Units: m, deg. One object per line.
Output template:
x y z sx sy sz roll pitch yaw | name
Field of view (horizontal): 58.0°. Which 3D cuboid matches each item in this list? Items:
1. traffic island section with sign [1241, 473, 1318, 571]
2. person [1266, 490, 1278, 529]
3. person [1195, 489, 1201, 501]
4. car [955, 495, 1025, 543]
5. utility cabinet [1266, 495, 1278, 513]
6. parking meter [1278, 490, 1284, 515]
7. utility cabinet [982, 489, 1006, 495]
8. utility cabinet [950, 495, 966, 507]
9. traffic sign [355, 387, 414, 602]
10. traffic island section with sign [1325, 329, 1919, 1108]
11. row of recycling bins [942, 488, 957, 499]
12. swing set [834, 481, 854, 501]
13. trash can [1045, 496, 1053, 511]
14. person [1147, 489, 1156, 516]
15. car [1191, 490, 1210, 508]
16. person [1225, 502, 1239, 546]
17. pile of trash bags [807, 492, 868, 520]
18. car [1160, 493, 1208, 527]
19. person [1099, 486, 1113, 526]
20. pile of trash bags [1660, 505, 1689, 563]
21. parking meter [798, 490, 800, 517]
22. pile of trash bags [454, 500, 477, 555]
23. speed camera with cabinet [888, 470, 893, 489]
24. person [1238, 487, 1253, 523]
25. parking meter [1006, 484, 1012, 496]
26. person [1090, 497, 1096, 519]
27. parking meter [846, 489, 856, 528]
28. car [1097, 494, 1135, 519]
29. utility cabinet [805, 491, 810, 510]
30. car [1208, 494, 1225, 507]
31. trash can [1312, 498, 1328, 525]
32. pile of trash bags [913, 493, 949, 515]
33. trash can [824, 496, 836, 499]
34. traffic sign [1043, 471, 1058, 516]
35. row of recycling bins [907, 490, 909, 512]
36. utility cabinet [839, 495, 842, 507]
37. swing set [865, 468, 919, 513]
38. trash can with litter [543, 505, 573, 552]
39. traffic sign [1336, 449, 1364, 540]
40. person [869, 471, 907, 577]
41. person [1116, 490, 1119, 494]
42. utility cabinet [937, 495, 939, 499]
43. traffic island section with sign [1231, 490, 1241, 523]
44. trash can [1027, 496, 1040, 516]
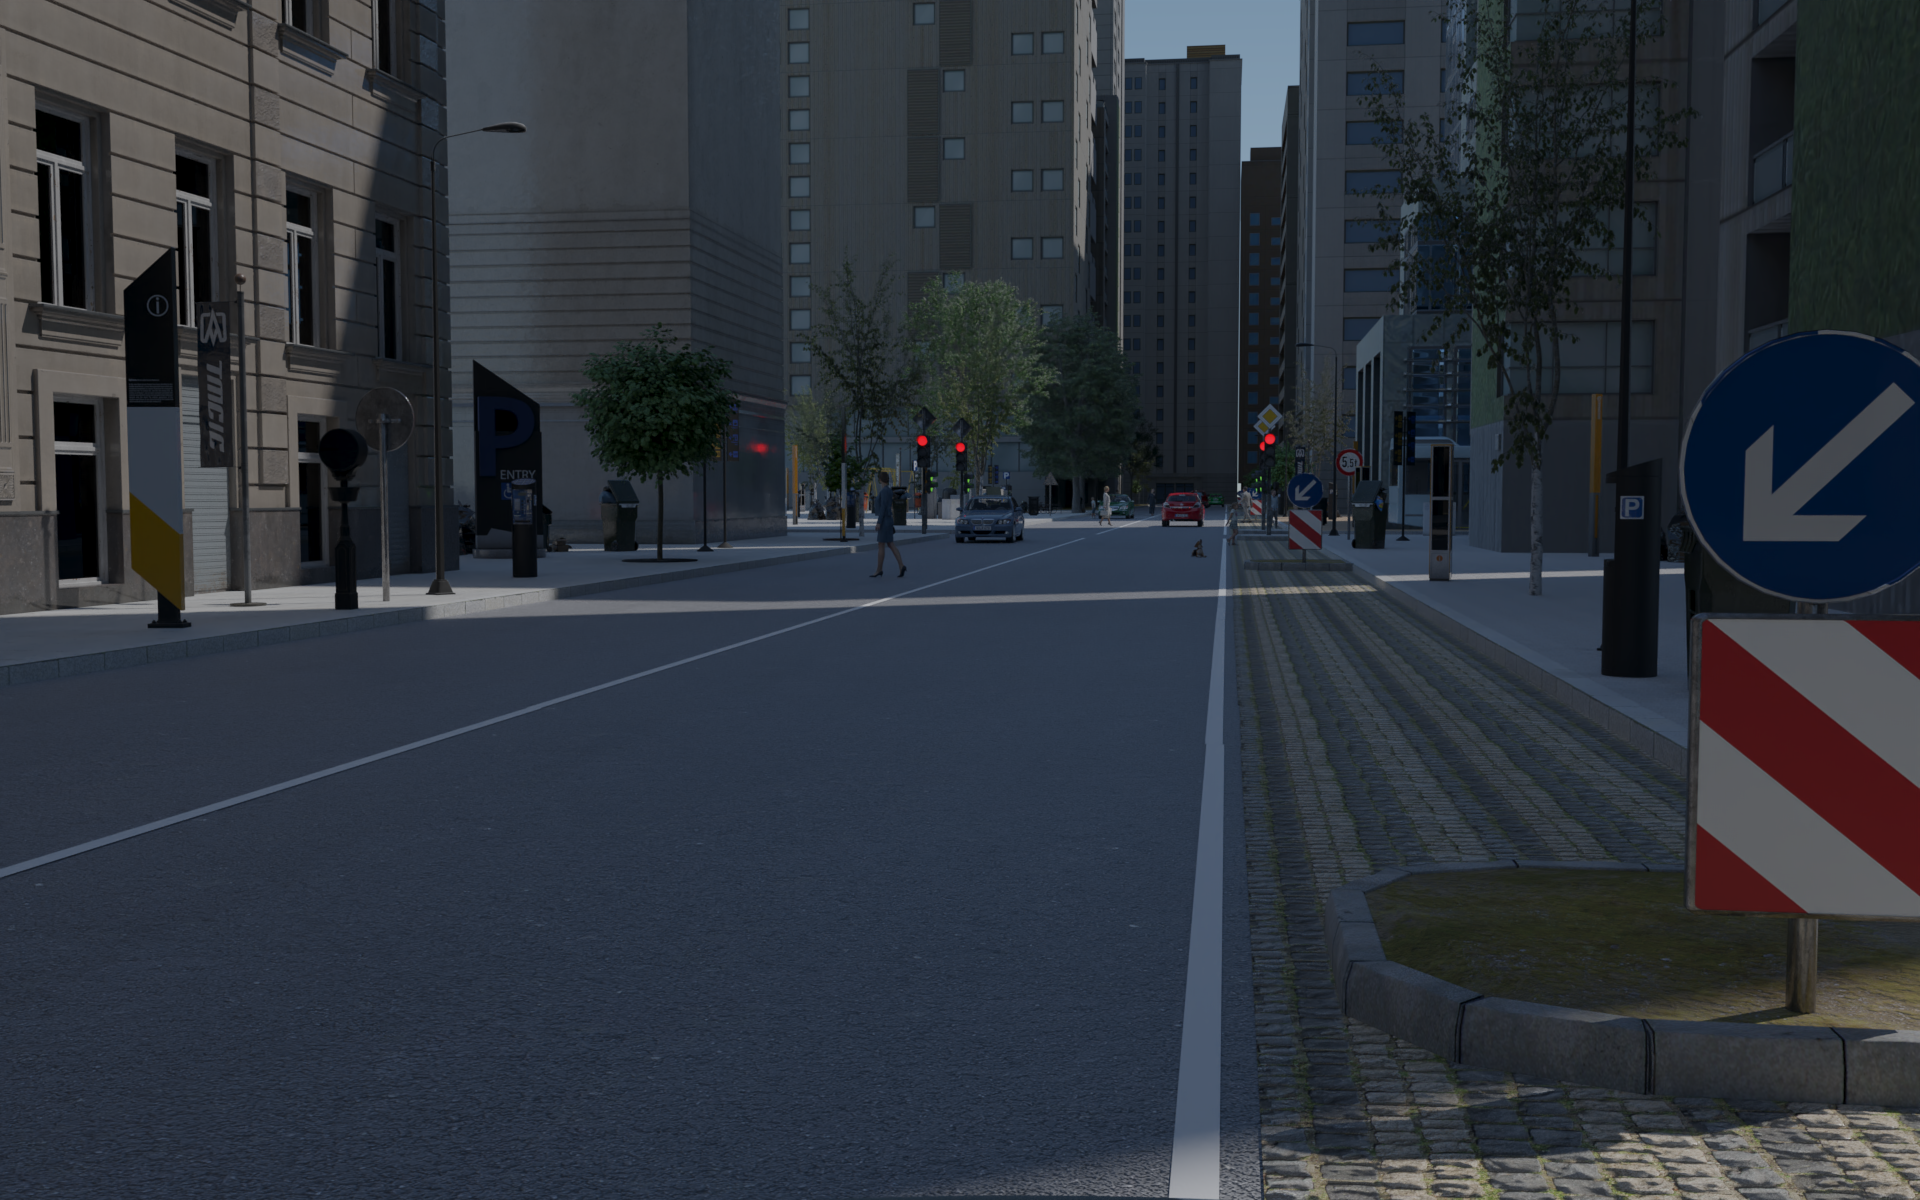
6.413 -1.485 32.910 1.989 1.847 2.006 1 4 9 | traffic island section with sign
12.297 -3.528 67.990 0.589 1.601 0.330 -1 4 -22 | person
18.127 -7.541 131.813 0.660 1.820 0.620 3 4 38 | person
0.938 -2.468 52.361 2.014 1.417 4.499 0 4 8 | car
21.312 -6.541 118.106 0.306 1.237 1.020 -2 4 -25 | utility cabinet
20.059 -6.101 108.163 0.372 1.533 0.369 0 3 0 | parking meter
1.440 -4.460 81.599 1.173 1.500 0.318 2 4 25 | utility cabinet
-0.123 -6.349 114.972 1.020 1.237 0.306 0 4 8 | utility cabinet
-6.861 -1.256 20.634 0.768 2.556 0.104 1 4 12 | traffic sign
2.098 0.223 4.984 1.989 1.847 2.006 1 4 9 | traffic island section with sign
-0.754 -6.784 118.033 1.069 1.692 3.534 0 4 -3 | row of recycling bins
-8.369 -8.691 139.712 3.119 2.851 2.862 1 4 19 | swing set
6.739 -7.320 131.332 0.748 1.137 0.748 0 3 0 | trash can
12.642 -6.434 114.125 0.576 1.772 0.534 -1 4 -18 | person
24.195 -10.224 175.830 2.281 1.827 5.304 1 4 9 | car
7.588 -2.125 48.259 0.382 1.210 0.505 1 4 14 | person
-5.866 -4.675 86.184 1.912 1.369 3.447 3 5 41 | pile of trash bags
9.947 -4.163 77.103 2.155 1.783 4.494 1 4 9 | car
6.584 -4.246 78.279 0.624 1.780 0.694 1 4 19 | person
14.681 -1.444 33.356 3.447 1.369 1.912 -1 4 -13 | pile of trash bags
-9.025 -5.341 95.728 0.372 1.533 0.369 0 3 0 | parking meter
-11.881 -1.677 37.168 3.447 1.369 1.912 1 4 23 | pile of trash bags
-5.028 -8.861 139.205 0.660 3.252 2.038 -3 5 -44 | speed camera with cabinet
14.001 -4.649 84.791 0.678 1.792 0.850 -3 5 -40 | person
2.914 -5.962 103.190 0.255 1.863 0.399 -2 4 -24 | parking meter
7.763 -5.370 100.980 0.332 1.250 0.352 -2 4 -27 | person
-4.093 -3.460 64.986 0.372 1.533 0.369 0 3 0 | parking meter
9.133 -5.452 100.936 2.131 1.459 4.920 1 4 10 | car
-12.057 -7.812 136.405 0.318 1.500 1.173 -1 4 -12 | utility cabinet
28.151 -11.106 190.374 1.959 1.807 4.718 1 4 9 | car
14.724 -3.625 70.914 0.748 1.137 0.748 0 3 0 | trash can
-1.786 -5.922 106.571 1.912 1.369 3.447 2 4 33 | pile of trash bags
-7.994 -5.816 106.747 0.748 1.137 0.748 0 3 0 | trash can
5.192 -6.093 99.617 0.884 2.594 0.081 1 4 13 | traffic sign
-4.109 -6.945 120.663 1.069 1.692 3.534 0 4 3 | row of recycling bins
-8.406 -6.815 122.581 0.306 1.237 1.020 0 4 -5 | utility cabinet
-4.657 -7.283 116.692 3.119 2.851 2.862 -1 4 -22 | swing set
-9.162 -1.648 38.335 0.624 1.170 1.055 3 5 41 | trash can with litter
10.915 -2.963 48.554 0.768 2.556 0.104 1 4 18 | traffic sign
-1.246 -1.298 29.738 0.654 1.822 0.581 2 4 30 | person
12.457 -7.802 136.402 0.599 1.781 0.374 0 4 8 | person
-2.145 -7.556 134.704 1.020 1.237 0.306 0 4 5 | utility cabinet
14.632 -4.748 86.261 1.989 1.847 2.006 1 4 9 | traffic island section with sign
4.402 -5.618 103.511 0.748 1.137 0.748 0 3 0 | trash can
